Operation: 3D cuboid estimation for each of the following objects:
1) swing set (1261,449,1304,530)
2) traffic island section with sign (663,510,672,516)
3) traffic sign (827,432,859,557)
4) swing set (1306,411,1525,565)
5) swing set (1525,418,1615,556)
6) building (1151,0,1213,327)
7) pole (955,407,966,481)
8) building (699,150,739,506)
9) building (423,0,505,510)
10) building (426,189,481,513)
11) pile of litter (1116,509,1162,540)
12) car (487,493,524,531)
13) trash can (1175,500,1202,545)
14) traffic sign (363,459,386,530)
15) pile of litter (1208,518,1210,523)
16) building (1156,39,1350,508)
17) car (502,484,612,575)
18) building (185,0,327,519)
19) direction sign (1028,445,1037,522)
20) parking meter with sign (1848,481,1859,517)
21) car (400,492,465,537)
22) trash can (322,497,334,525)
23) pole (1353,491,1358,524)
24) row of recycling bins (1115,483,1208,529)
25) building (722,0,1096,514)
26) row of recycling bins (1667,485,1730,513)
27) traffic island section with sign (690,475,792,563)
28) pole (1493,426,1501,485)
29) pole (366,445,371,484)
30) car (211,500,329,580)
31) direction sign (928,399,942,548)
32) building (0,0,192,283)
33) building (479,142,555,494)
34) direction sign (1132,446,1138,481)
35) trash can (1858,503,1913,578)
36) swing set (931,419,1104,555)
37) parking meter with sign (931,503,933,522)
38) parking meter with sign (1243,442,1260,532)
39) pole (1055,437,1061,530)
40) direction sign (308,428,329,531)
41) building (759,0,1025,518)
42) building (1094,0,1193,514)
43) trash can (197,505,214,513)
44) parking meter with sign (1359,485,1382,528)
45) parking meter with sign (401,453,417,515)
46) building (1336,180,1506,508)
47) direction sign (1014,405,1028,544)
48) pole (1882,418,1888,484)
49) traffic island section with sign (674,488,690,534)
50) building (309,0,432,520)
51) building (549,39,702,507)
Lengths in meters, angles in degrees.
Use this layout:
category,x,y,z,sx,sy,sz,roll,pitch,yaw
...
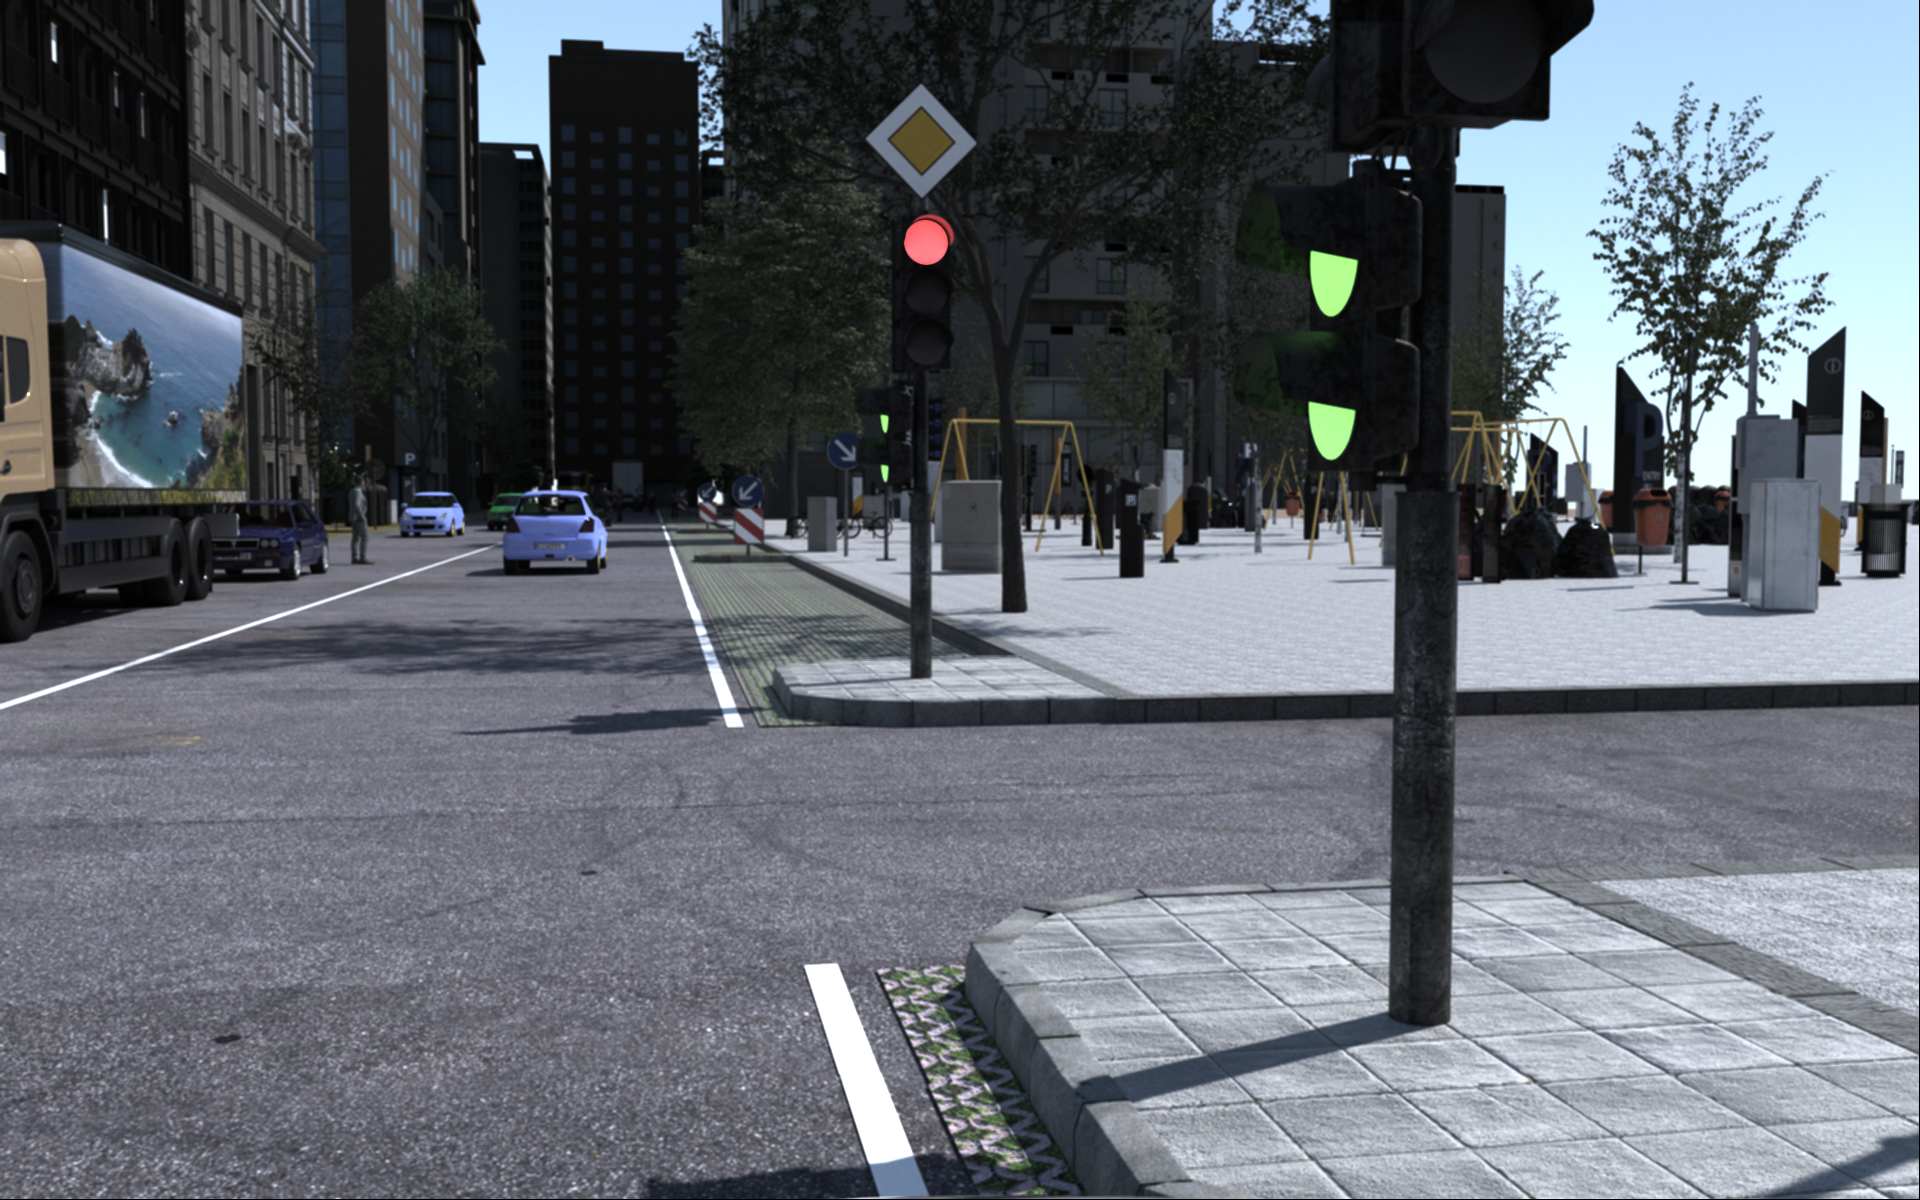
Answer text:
category,x,y,z,sx,sy,sz,roll,pitch,yaw
swing set,12.580,-3.869,60.878,3.119,2.851,2.862,-1,4,-23
traffic island section with sign,-18.074,-6.341,112.302,1.989,1.847,2.006,-1,4,-10
traffic sign,-2.343,-2.166,35.526,0.768,2.556,0.104,0,4,-7
swing set,8.531,-2.152,32.799,3.119,2.851,2.862,0,4,-5
swing set,11.794,-2.405,36.940,2.862,2.851,3.119,-1,4,-18
building,10.285,-39.425,186.604,28.212,58.520,21.231,-1,4,-10
pole,0.046,-2.874,40.836,0.158,3.312,0.155,0,3,0
building,-16.517,-30.353,188.151,23.993,40.220,32.217,-1,4,-10
building,-52.798,-29.876,143.091,28.867,44.769,22.147,-1,4,-10
building,-46.231,-16.186,109.677,27.650,21.520,28.899,-1,4,-10
pile of litter,5.067,-2.150,49.111,1.176,0.858,1.719,-1,4,-12
car,-17.744,-3.683,69.021,1.959,1.807,4.718,-1,4,-8
trash can,5.713,-1.954,43.607,0.748,1.137,0.748,0,3,0
traffic sign,-21.102,-3.813,62.449,0.768,2.556,0.104,-1,4,-10
pile of litter,11.835,-3.891,77.590,1.719,0.858,1.176,1,4,10
building,26.848,-29.186,160.791,14.086,41.232,14.154,-1,4,-10
car,-7.484,-1.383,32.200,1.945,1.707,3.694,-1,4,-9
building,-29.468,-15.886,56.992,12.463,27.353,25.104,-1,4,-10
direction sign,3.189,-5.387,80.069,0.876,3.537,0.379,3,5,41
parking meter with sign,50.899,-6.206,97.731,1.738,3.016,0.543,-1,4,-11
car,-17.871,-3.002,58.677,1.945,1.707,3.694,0,4,-8
trash can,-26.439,-3.701,72.159,0.748,1.137,0.748,0,3,0
pole,17.067,-4.939,74.596,0.158,3.312,0.155,0,3,0
row of recycling bins,7.418,-3.466,63.779,3.534,1.692,1.069,1,4,20
building,-6.096,-34.151,147.601,28.713,52.752,27.495,-1,4,-10
row of recycling bins,35.350,-4.627,82.765,1.069,1.692,3.534,-2,4,-29
traffic island section with sign,-4.636,-1.719,36.733,1.989,1.847,2.006,-1,4,-10
pole,16.034,-3.541,51.742,0.158,3.312,0.155,0,3,0
pole,-24.624,-4.789,72.151,0.158,3.312,0.155,0,3,0
car,-12.057,-1.054,29.817,1.945,1.354,3.894,-1,4,-10
direction sign,-0.864,-3.009,41.197,0.876,3.537,0.379,0,4,1
building,-25.173,-12.688,37.124,12.332,23.373,15.834,-1,4,-10
building,-54.990,-29.933,181.291,23.993,40.220,32.217,-1,4,-10
direction sign,8.193,-5.456,81.208,0.379,3.537,0.876,-1,4,-8
trash can,14.270,-0.923,26.743,0.748,1.137,0.748,0,3,0
swing set,0.992,-2.396,36.798,3.119,2.851,2.862,-2,4,-27
parking meter with sign,-1.281,-5.042,78.704,1.738,3.016,0.543,-1,4,-10
parking meter with sign,9.990,-3.843,59.094,0.543,3.016,1.738,1,4,14
pole,3.531,-4.199,62.499,0.158,3.312,0.155,0,3,0
direction sign,-22.012,-4.132,59.559,0.379,3.537,0.876,2,4,28
building,-4.443,-25.384,98.621,14.154,41.232,14.086,-1,4,-10
building,-1.191,-32.499,120.598,28.713,52.752,27.495,-1,4,-10
trash can,-16.904,-1.642,38.498,0.748,1.137,0.748,0,3,0
parking meter with sign,15.994,-4.328,67.017,0.543,3.016,1.738,-1,4,-22
parking meter with sign,-22.935,-4.632,72.000,0.543,3.016,1.738,-1,4,-11
building,41.593,-23.957,163.390,14.107,30.474,14.160,-1,4,-10
direction sign,1.447,-3.217,44.589,0.379,3.537,0.876,0,4,7
pole,24.622,-3.205,46.250,0.158,3.312,0.155,0,3,0
traffic island section with sign,-9.353,-3.342,63.274,1.989,1.847,2.006,-1,4,-10
building,-35.530,-26.835,88.856,14.600,45.320,14.200,-1,4,-10
building,-33.658,-32.123,175.327,14.200,45.320,14.600,-1,4,-10
